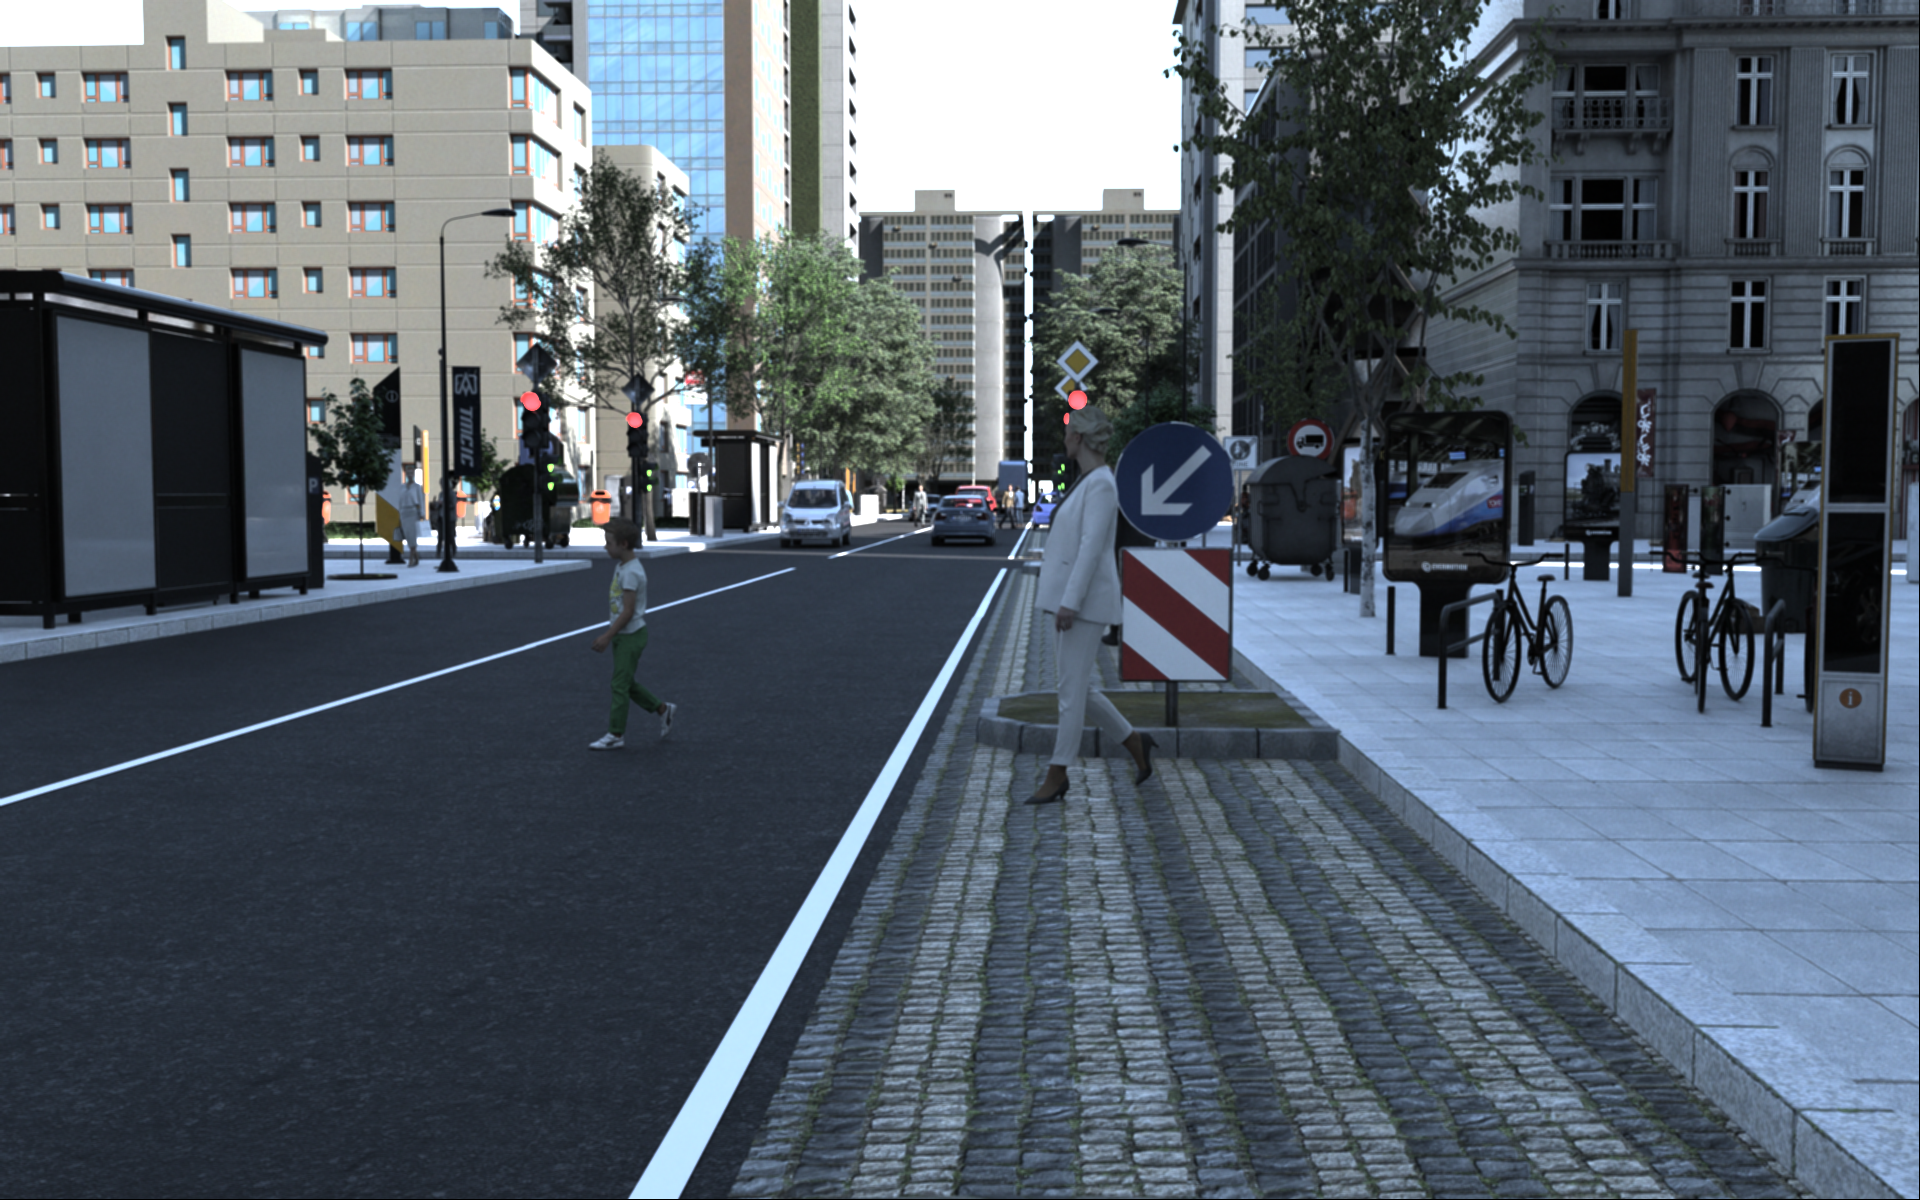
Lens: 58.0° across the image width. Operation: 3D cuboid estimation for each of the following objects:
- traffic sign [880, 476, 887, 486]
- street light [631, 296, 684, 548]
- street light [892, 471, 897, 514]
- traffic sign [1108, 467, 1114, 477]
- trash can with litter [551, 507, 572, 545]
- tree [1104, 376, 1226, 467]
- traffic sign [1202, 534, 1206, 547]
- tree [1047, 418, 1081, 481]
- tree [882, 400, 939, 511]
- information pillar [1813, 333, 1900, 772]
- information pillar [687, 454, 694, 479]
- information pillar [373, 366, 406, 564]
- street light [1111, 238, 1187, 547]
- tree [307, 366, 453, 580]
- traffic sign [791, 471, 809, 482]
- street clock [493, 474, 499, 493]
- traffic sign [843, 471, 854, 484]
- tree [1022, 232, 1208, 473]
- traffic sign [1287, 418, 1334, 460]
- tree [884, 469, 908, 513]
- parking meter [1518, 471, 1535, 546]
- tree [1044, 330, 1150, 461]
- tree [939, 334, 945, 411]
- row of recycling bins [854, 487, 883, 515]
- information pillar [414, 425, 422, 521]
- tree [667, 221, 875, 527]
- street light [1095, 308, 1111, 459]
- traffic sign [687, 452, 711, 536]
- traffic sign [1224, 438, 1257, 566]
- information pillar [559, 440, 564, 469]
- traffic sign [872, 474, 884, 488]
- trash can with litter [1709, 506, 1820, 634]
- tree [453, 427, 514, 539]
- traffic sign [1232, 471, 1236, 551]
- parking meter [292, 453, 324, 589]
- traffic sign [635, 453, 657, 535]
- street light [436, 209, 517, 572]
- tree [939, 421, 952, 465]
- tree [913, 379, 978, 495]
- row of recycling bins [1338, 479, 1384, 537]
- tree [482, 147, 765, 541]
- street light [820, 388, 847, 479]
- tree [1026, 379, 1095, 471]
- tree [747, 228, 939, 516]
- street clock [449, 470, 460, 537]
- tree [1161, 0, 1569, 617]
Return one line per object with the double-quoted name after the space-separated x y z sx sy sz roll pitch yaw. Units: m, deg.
-5.266 -7.038 115.183 0.768 2.556 0.104 0 4 5 "traffic sign"
-7.167 -4.175 40.801 1.470 5.913 1.316 0 4 3 "street light"
-3.667 -8.482 111.220 1.470 5.913 1.316 0 4 3 "street light"
6.709 -4.881 79.908 0.768 2.556 0.104 1 4 11 "traffic sign"
-10.062 -1.988 43.892 0.624 1.170 1.055 -1 4 -23 "trash can with litter"
5.749 -3.936 48.072 4.285 4.588 4.351 0 3 0 "tree"
5.808 -2.510 41.143 0.768 2.556 0.104 1 4 12 "traffic sign"
13.277 -16.714 191.392 7.486 12.596 7.792 0 3 0 "tree"
-4.193 -10.892 128.441 4.360 8.622 3.978 0 3 0 "tree"
4.190 -0.222 8.115 0.304 2.012 0.304 2 4 26 "information pillar"
-15.849 -6.750 101.709 0.504 3.616 0.183 3 4 37 "information pillar"
-10.464 -2.469 31.729 0.504 3.616 0.183 -2 4 -29 "information pillar"
3.547 -3.610 31.569 1.470 5.913 1.316 0 4 3 "street light"
-9.051 -1.941 26.344 1.663 3.219 1.824 0 3 0 "tree"
-7.105 -4.723 77.233 0.884 2.594 0.081 0 4 7 "traffic sign"
-15.167 -3.205 56.966 0.471 2.002 0.358 3 5 45 "street clock"
-6.194 -5.811 95.108 0.768 2.556 0.104 1 4 9 "traffic sign"
7.544 -10.961 85.865 9.857 13.997 8.962 0 3 0 "tree"
5.890 -1.778 29.177 0.768 2.556 0.104 1 4 12 "traffic sign"
-4.573 -7.645 119.593 1.663 3.219 1.824 0 3 0 "tree"
14.029 -2.274 42.893 0.399 1.863 0.255 -3 5 -43 "parking meter"
8.727 -11.046 106.361 9.928 11.665 9.643 0 3 0 "tree"
-5.707 -11.906 101.323 9.857 13.997 8.962 0 3 0 "tree"
-5.648 -6.118 107.141 1.069 1.692 3.534 -1 4 -22 "row of recycling bins"
-18.325 -4.128 58.853 0.183 3.616 0.504 2 4 34 "information pillar"
-7.207 -8.667 67.462 9.928 11.665 9.643 0 3 0 "tree"
4.135 -4.332 43.367 1.470 5.913 1.316 0 4 3 "street light"
-7.938 -3.216 52.690 0.768 2.556 0.104 1 4 9 "traffic sign"
4.959 -1.749 30.727 0.606 2.300 0.079 0 4 5 "traffic sign"
-15.655 -4.658 67.515 0.504 3.616 0.183 1 4 22 "information pillar"
-5.196 -6.679 109.303 0.768 2.556 0.104 0 4 7 "traffic sign"
7.513 -0.282 16.003 1.055 1.170 0.624 -1 4 -19 "trash can with litter"
-13.676 -3.396 50.122 1.663 3.219 1.824 0 3 0 "tree"
6.155 -2.381 38.928 0.884 2.594 0.081 1 4 11 "traffic sign"
-8.843 -1.086 23.463 0.255 1.863 0.399 1 4 23 "parking meter"
-9.747 -3.272 53.605 0.768 2.556 0.104 0 4 3 "traffic sign"
-7.909 -3.414 28.360 1.470 5.913 1.316 0 4 3 "street light"
-2.854 -11.357 136.049 4.360 8.622 3.978 0 3 0 "tree"
-2.140 -14.136 156.876 9.928 11.665 9.643 0 3 0 "tree"
10.253 -2.476 47.599 1.069 1.692 3.534 3 5 44 "row of recycling bins"
-8.775 -6.898 47.193 7.601 10.594 8.767 1 4 9 "tree"
-5.574 -6.329 76.018 1.470 5.913 1.316 0 4 3 "street light"
10.634 -14.828 152.805 12.009 13.543 11.850 0 3 0 "tree"
-5.768 -10.782 82.944 9.857 13.997 8.962 0 3 0 "tree"
-15.311 -2.911 52.169 0.358 2.002 0.471 3 5 41 "street clock"
4.191 -4.117 17.670 4.737 8.622 4.395 0 3 0 "tree"
